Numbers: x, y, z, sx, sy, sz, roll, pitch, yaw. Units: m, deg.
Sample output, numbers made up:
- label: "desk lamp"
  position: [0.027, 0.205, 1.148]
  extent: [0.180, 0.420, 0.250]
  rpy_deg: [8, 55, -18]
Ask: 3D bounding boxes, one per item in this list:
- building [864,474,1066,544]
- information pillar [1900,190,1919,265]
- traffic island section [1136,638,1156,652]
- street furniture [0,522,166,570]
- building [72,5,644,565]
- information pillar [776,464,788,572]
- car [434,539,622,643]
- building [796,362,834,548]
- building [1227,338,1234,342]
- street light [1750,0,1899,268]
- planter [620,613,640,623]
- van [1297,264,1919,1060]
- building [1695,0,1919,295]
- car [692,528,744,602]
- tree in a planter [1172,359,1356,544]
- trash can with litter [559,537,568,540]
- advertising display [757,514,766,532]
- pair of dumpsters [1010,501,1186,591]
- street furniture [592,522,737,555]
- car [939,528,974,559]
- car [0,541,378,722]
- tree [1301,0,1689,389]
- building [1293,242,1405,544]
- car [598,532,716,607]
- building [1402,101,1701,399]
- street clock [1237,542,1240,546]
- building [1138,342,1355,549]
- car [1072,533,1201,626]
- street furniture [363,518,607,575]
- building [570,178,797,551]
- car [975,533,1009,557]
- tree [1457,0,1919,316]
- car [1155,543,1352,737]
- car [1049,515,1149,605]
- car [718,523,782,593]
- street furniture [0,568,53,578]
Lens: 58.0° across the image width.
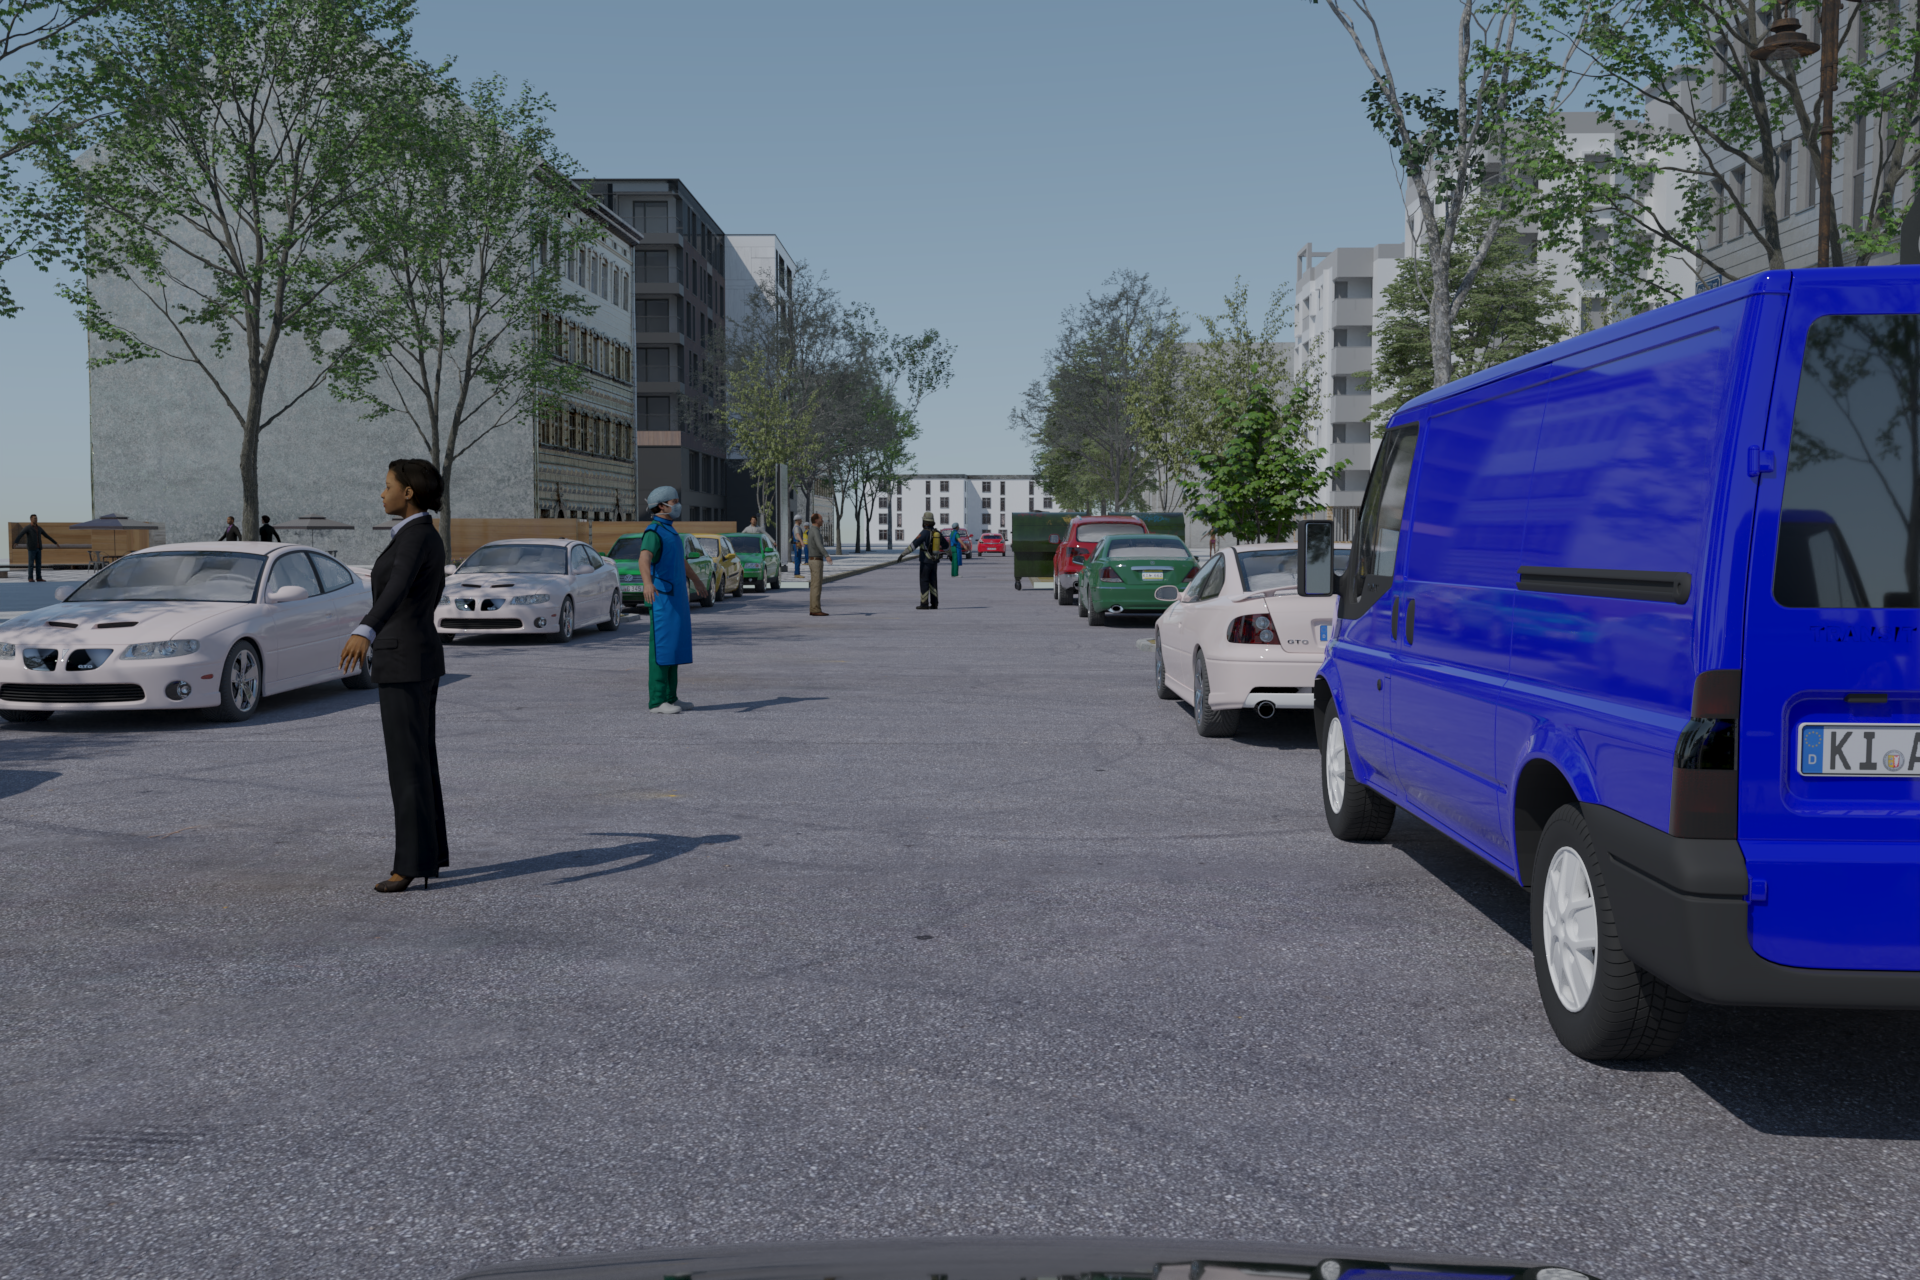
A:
- label: "building"
  position: [1.076, -18.182, 241.871]
  extent: [28.070, 9.664, 9.099]
  rpy_deg: [0, 4, 7]
- label: "information pillar"
  position: [5.939, -1.183, 10.703]
  extent: [0.183, 3.616, 0.504]
  rpy_deg: [0, 4, 1]
- label: "traffic island section"
  position: [3.231, 0.072, 21.684]
  extent: [1.991, 0.108, 1.994]
  rpy_deg: [0, 4, 1]
- label: "street furniture"
  position: [-31.252, -3.575, 65.300]
  extent: [9.812, 1.723, 11.010]
  rpy_deg: [-1, 4, -18]
- label: "building"
  position: [-26.133, -15.198, 79.421]
  extent: [19.493, 23.208, 18.063]
  rpy_deg: [0, 4, 2]
- label: "information pillar"
  position: [-6.012, -4.108, 58.488]
  extent: [0.184, 3.620, 1.656]
  rpy_deg: [0, 4, 2]
- label: "car"
  position: [-6.041, -0.732, 24.335]
  extent: [2.083, 1.381, 4.827]
  rpy_deg: [0, 4, 2]
- label: "building"
  position: [-22.927, -20.981, 173.964]
  extent: [19.493, 23.208, 18.063]
  rpy_deg: [0, 4, 2]
- label: "building"
  position: [30.704, -22.778, 203.350]
  extent: [19.493, 23.208, 18.063]
  rpy_deg: [0, 4, 1]
- label: "street light"
  position: [6.018, -2.404, 12.088]
  extent: [0.468, 5.910, 1.993]
  rpy_deg: [0, 4, 2]
- label: "planter"
  position: [-6.358, -0.453, 28.541]
  extent: [1.991, 0.319, 1.994]
  rpy_deg: [0, 4, 2]
- label: "van"
  position: [2.635, -0.120, 6.351]
  extent: [2.240, 2.365, 5.245]
  rpy_deg: [0, 4, 1]
- label: "building"
  position: [26.349, -15.765, 35.244]
  extent: [11.434, 29.767, 29.804]
  rpy_deg: [0, 4, 2]
- label: "car"
  position: [-5.838, -1.700, 38.026]
  extent: [2.015, 1.641, 3.980]
  rpy_deg: [0, 4, 2]
- label: "tree in a planter"
  position: [3.064, -1.254, 17.718]
  extent: [1.991, 3.239, 1.994]
  rpy_deg: [0, 4, 1]
- label: "trash can with litter"
  position: [-8.933, -1.758, 39.798]
  extent: [1.678, 1.210, 2.233]
  rpy_deg: [0, 4, 2]
- label: "advertising display"
  position: [-6.279, -3.030, 54.753]
  extent: [0.123, 1.923, 0.974]
  rpy_deg: [0, 4, 3]
- label: "pair of dumpsters"
  position: [3.503, -2.405, 44.269]
  extent: [4.436, 2.255, 1.574]
  rpy_deg: [0, 4, 1]
- label: "street furniture"
  position: [-12.163, -3.413, 62.663]
  extent: [9.812, 1.723, 11.010]
  rpy_deg: [-1, 4, -9]
- label: "car"
  position: [-0.339, -5.649, 101.041]
  extent: [2.281, 1.827, 5.304]
  rpy_deg: [0, 4, 2]
- label: "car"
  position: [-6.352, -0.144, 14.720]
  extent: [2.083, 1.381, 4.827]
  rpy_deg: [0, 4, 1]
- label: "tree"
  position: [10.886, -10.852, 33.322]
  extent: [12.611, 20.169, 13.585]
  rpy_deg: [0, 3, 0]
- label: "building"
  position: [27.116, -15.716, 113.382]
  extent: [16.016, 20.090, 11.380]
  rpy_deg: [0, 4, 1]
- label: "car"
  position: [-5.769, -1.463, 32.709]
  extent: [1.959, 1.807, 4.718]
  rpy_deg: [0, 4, 2]
- label: "building"
  position: [26.413, -13.810, 82.211]
  extent: [16.016, 20.090, 11.380]
  rpy_deg: [0, 4, 1]
- label: "street clock"
  position: [6.931, -2.361, 43.170]
  extent: [0.358, 2.002, 0.471]
  rpy_deg: [0, 4, 1]
- label: "building"
  position: [26.910, -18.460, 168.277]
  extent: [16.747, 18.905, 31.486]
  rpy_deg: [0, 4, 1]
- label: "car"
  position: [2.931, -1.014, 28.379]
  extent: [2.131, 1.459, 4.920]
  rpy_deg: [0, 4, 1]
- label: "street furniture"
  position: [-12.410, -2.664, 50.414]
  extent: [11.010, 1.723, 9.812]
  rpy_deg: [-1, 4, -8]
- label: "building"
  position: [-26.510, -16.648, 116.164]
  extent: [27.936, 21.610, 32.646]
  rpy_deg: [0, 4, 0]
- label: "car"
  position: [2.041, -6.235, 110.989]
  extent: [2.155, 1.783, 4.494]
  rpy_deg: [0, 4, 1]
- label: "tree"
  position: [9.257, -5.677, 18.568]
  extent: [9.928, 11.665, 9.643]
  rpy_deg: [0, 3, 0]
- label: "car"
  position: [2.624, -0.075, 13.596]
  extent: [2.083, 1.381, 4.827]
  rpy_deg: [0, 4, 1]
- label: "car"
  position: [3.019, -1.688, 36.268]
  extent: [2.281, 1.827, 5.304]
  rpy_deg: [0, 4, 1]
- label: "car"
  position: [-5.594, -2.136, 43.713]
  extent: [1.959, 1.807, 4.718]
  rpy_deg: [0, 4, 1]
- label: "street furniture"
  position: [-32.750, -2.554, 48.618]
  extent: [9.812, 1.723, 11.010]
  rpy_deg: [1, 4, 16]
